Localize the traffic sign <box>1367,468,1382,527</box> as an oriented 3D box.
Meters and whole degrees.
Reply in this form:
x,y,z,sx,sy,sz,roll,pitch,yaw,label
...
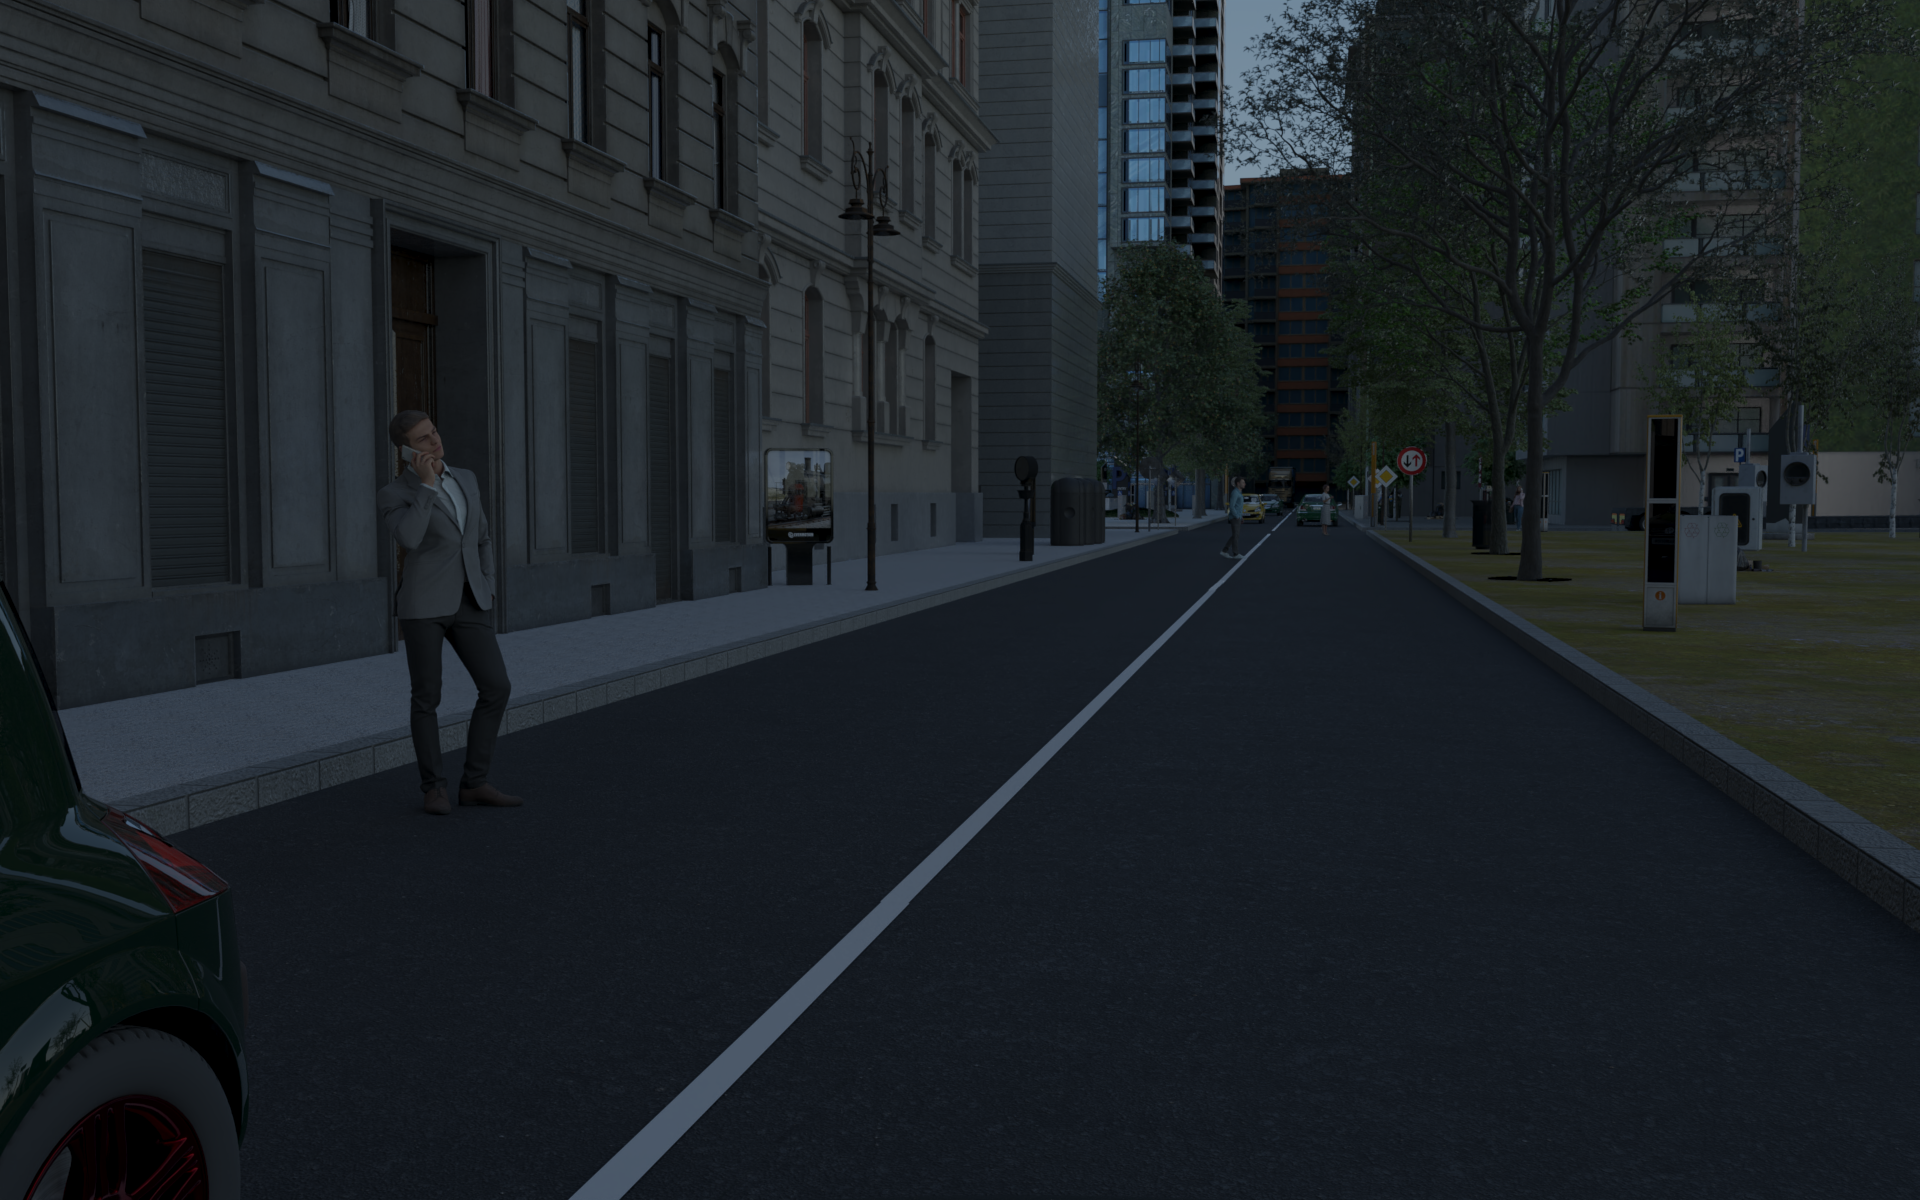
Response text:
x,y,z,sx,sy,sz,roll,pitch,yaw,label
16.314,-3.920,67.736,0.795,2.450,0.064,1,4,11,traffic sign

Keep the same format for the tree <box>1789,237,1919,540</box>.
x,y,z,sx,sy,sz,roll,pitch,yaw,label
27.804,-6.155,50.992,4.360,8.622,3.978,0,3,0,tree

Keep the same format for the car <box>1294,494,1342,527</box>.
x,y,z,sx,sy,sz,roll,pitch,yaw,label
16.131,-4.053,78.067,2.131,1.459,4.920,1,4,12,car

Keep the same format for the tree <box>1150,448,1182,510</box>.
x,y,z,sx,sy,sz,roll,pitch,yaw,label
14.189,-10.298,118.739,4.737,8.622,4.395,0,3,0,tree

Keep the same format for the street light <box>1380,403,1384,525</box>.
x,y,z,sx,sy,sz,roll,pitch,yaw,label
17.277,-5.987,70.674,0.468,5.910,1.993,1,4,11,street light

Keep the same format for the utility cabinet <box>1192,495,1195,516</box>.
x,y,z,sx,sy,sz,roll,pitch,yaw,label
14.272,-5.665,103.778,0.306,1.237,1.020,2,4,34,utility cabinet

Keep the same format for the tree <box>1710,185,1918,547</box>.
x,y,z,sx,sy,sz,roll,pitch,yaw,label
20.492,-5.596,41.865,4.360,8.622,3.978,0,3,0,tree

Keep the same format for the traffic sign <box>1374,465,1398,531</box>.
x,y,z,sx,sy,sz,roll,pitch,yaw,label
14.730,-3.441,59.909,0.795,2.450,0.064,1,4,11,traffic sign

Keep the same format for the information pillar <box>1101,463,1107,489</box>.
x,y,z,sx,sy,sz,roll,pitch,yaw,label
10.397,-8.172,124.972,0.504,3.616,0.183,-2,4,-31,information pillar

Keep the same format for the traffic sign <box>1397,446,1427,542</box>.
x,y,z,sx,sy,sz,roll,pitch,yaw,label
12.094,-2.832,46.417,0.768,2.556,0.104,1,4,12,traffic sign

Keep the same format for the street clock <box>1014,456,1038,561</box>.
x,y,z,sx,sy,sz,roll,pitch,yaw,label
1.262,-1.743,33.064,0.358,2.002,0.471,-2,4,-35,street clock

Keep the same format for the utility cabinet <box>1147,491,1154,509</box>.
x,y,z,sx,sy,sz,roll,pitch,yaw,label
12.757,-6.465,114.389,0.318,1.500,1.173,3,4,39,utility cabinet

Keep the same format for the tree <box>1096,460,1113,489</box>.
x,y,z,sx,sy,sz,roll,pitch,yaw,label
11.233,-9.774,143.524,4.285,4.588,4.351,0,3,0,tree

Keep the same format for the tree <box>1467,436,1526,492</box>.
x,y,z,sx,sy,sz,roll,pitch,yaw,label
25.967,-6.131,83.961,4.285,4.588,4.351,0,3,0,tree

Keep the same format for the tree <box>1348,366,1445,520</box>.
x,y,z,sx,sy,sz,roll,pitch,yaw,label
22.102,-8.342,86.758,4.737,8.622,4.395,0,3,0,tree

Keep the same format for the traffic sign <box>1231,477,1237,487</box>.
x,y,z,sx,sy,sz,roll,pitch,yaw,label
20.381,-7.814,127.865,0.768,2.556,0.104,1,4,21,traffic sign

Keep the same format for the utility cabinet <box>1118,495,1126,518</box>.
x,y,z,sx,sy,sz,roll,pitch,yaw,label
8.564,-4.921,91.628,0.306,1.237,1.020,1,4,15,utility cabinet

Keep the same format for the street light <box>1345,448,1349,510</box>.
x,y,z,sx,sy,sz,roll,pitch,yaw,label
31.497,-10.285,140.946,0.468,5.910,1.993,1,4,11,street light

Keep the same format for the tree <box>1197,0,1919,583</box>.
x,y,z,sx,sy,sz,roll,pitch,yaw,label
8.595,-7.032,25.345,12.009,13.543,11.850,0,3,0,tree

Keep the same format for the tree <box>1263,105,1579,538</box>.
x,y,z,sx,sy,sz,roll,pitch,yaw,label
14.050,-8.121,50.902,7.486,12.596,7.792,0,3,0,tree

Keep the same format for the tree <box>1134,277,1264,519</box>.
x,y,z,sx,sy,sz,roll,pitch,yaw,label
12.461,-10.568,90.918,7.486,12.596,7.792,0,3,0,tree

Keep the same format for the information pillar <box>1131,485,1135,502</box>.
x,y,z,sx,sy,sz,roll,pitch,yaw,label
13.765,-8.187,138.351,0.304,2.012,0.304,0,4,-7,information pillar

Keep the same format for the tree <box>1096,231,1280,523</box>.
x,y,z,sx,sy,sz,roll,pitch,yaw,label
8.638,-9.710,75.762,9.611,12.733,9.660,0,3,0,tree

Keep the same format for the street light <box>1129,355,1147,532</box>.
x,y,z,sx,sy,sz,roll,pitch,yaw,label
5.931,-5.201,57.816,0.468,5.910,1.993,1,4,11,street light

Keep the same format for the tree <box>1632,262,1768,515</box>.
x,y,z,sx,sy,sz,roll,pitch,yaw,label
23.820,-6.436,55.589,4.737,8.622,4.395,0,3,0,tree

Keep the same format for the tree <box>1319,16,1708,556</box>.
x,y,z,sx,sy,sz,roll,pitch,yaw,label
11.478,-6.768,36.411,9.928,11.665,9.643,0,3,0,tree

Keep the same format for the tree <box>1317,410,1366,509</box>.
x,y,z,sx,sy,sz,roll,pitch,yaw,label
33.385,-12.205,149.908,4.360,8.622,3.978,0,3,0,tree

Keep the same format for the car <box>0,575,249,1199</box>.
x,y,z,sx,sy,sz,roll,pitch,yaw,label
-2.331,0.517,1.337,2.009,1.686,4.222,1,4,12,car

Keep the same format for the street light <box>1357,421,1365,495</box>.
x,y,z,sx,sy,sz,roll,pitch,yaw,label
24.556,-8.149,106.023,0.468,5.910,1.993,1,4,11,street light

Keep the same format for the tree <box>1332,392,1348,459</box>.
x,y,z,sx,sy,sz,roll,pitch,yaw,label
23.037,-8.850,95.057,4.737,8.622,4.395,0,3,0,tree

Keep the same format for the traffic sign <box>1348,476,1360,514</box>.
x,y,z,sx,sy,sz,roll,pitch,yaw,label
24.750,-6.589,108.915,0.795,2.450,0.064,1,4,17,traffic sign

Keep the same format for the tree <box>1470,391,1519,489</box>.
x,y,z,sx,sy,sz,roll,pitch,yaw,label
30.255,-8.810,94.408,4.360,8.622,3.978,0,3,0,tree

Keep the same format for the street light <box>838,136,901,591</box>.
x,y,z,sx,sy,sz,roll,pitch,yaw,label
-1.179,-3.064,22.888,0.468,5.910,1.993,1,4,11,street light

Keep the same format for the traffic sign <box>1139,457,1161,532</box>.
x,y,z,sx,sy,sz,roll,pitch,yaw,label
6.471,-3.610,59.133,0.768,2.556,0.104,1,4,20,traffic sign

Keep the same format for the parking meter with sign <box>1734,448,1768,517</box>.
x,y,z,sx,sy,sz,roll,pitch,yaw,label
30.215,-4.245,65.663,1.738,3.016,0.543,-1,4,-19,parking meter with sign

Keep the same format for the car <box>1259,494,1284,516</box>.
x,y,z,sx,sy,sz,roll,pitch,yaw,label
20.522,-6.334,115.353,2.131,1.459,4.920,1,4,13,car

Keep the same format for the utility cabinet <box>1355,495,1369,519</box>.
x,y,z,sx,sy,sz,roll,pitch,yaw,label
21.149,-4.900,91.278,0.306,1.237,1.020,-1,4,-14,utility cabinet

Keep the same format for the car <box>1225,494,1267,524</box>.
x,y,z,sx,sy,sz,roll,pitch,yaw,label
14.065,-4.573,84.991,2.015,1.641,3.980,1,4,12,car

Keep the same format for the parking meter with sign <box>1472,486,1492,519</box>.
x,y,z,sx,sy,sz,roll,pitch,yaw,label
27.586,-5.780,90.760,1.738,3.016,0.543,-2,4,-33,parking meter with sign

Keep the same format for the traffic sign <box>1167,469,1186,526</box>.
x,y,z,sx,sy,sz,roll,pitch,yaw,label
8.629,-4.016,69.306,0.795,2.450,0.064,1,4,11,traffic sign

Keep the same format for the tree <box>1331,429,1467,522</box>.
x,y,z,sx,sy,sz,roll,pitch,yaw,label
20.539,-5.961,81.181,4.285,4.588,4.351,0,3,0,tree

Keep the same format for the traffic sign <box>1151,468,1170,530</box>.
x,y,z,sx,sy,sz,roll,pitch,yaw,label
7.045,-3.537,61.479,0.795,2.450,0.064,1,4,11,traffic sign
